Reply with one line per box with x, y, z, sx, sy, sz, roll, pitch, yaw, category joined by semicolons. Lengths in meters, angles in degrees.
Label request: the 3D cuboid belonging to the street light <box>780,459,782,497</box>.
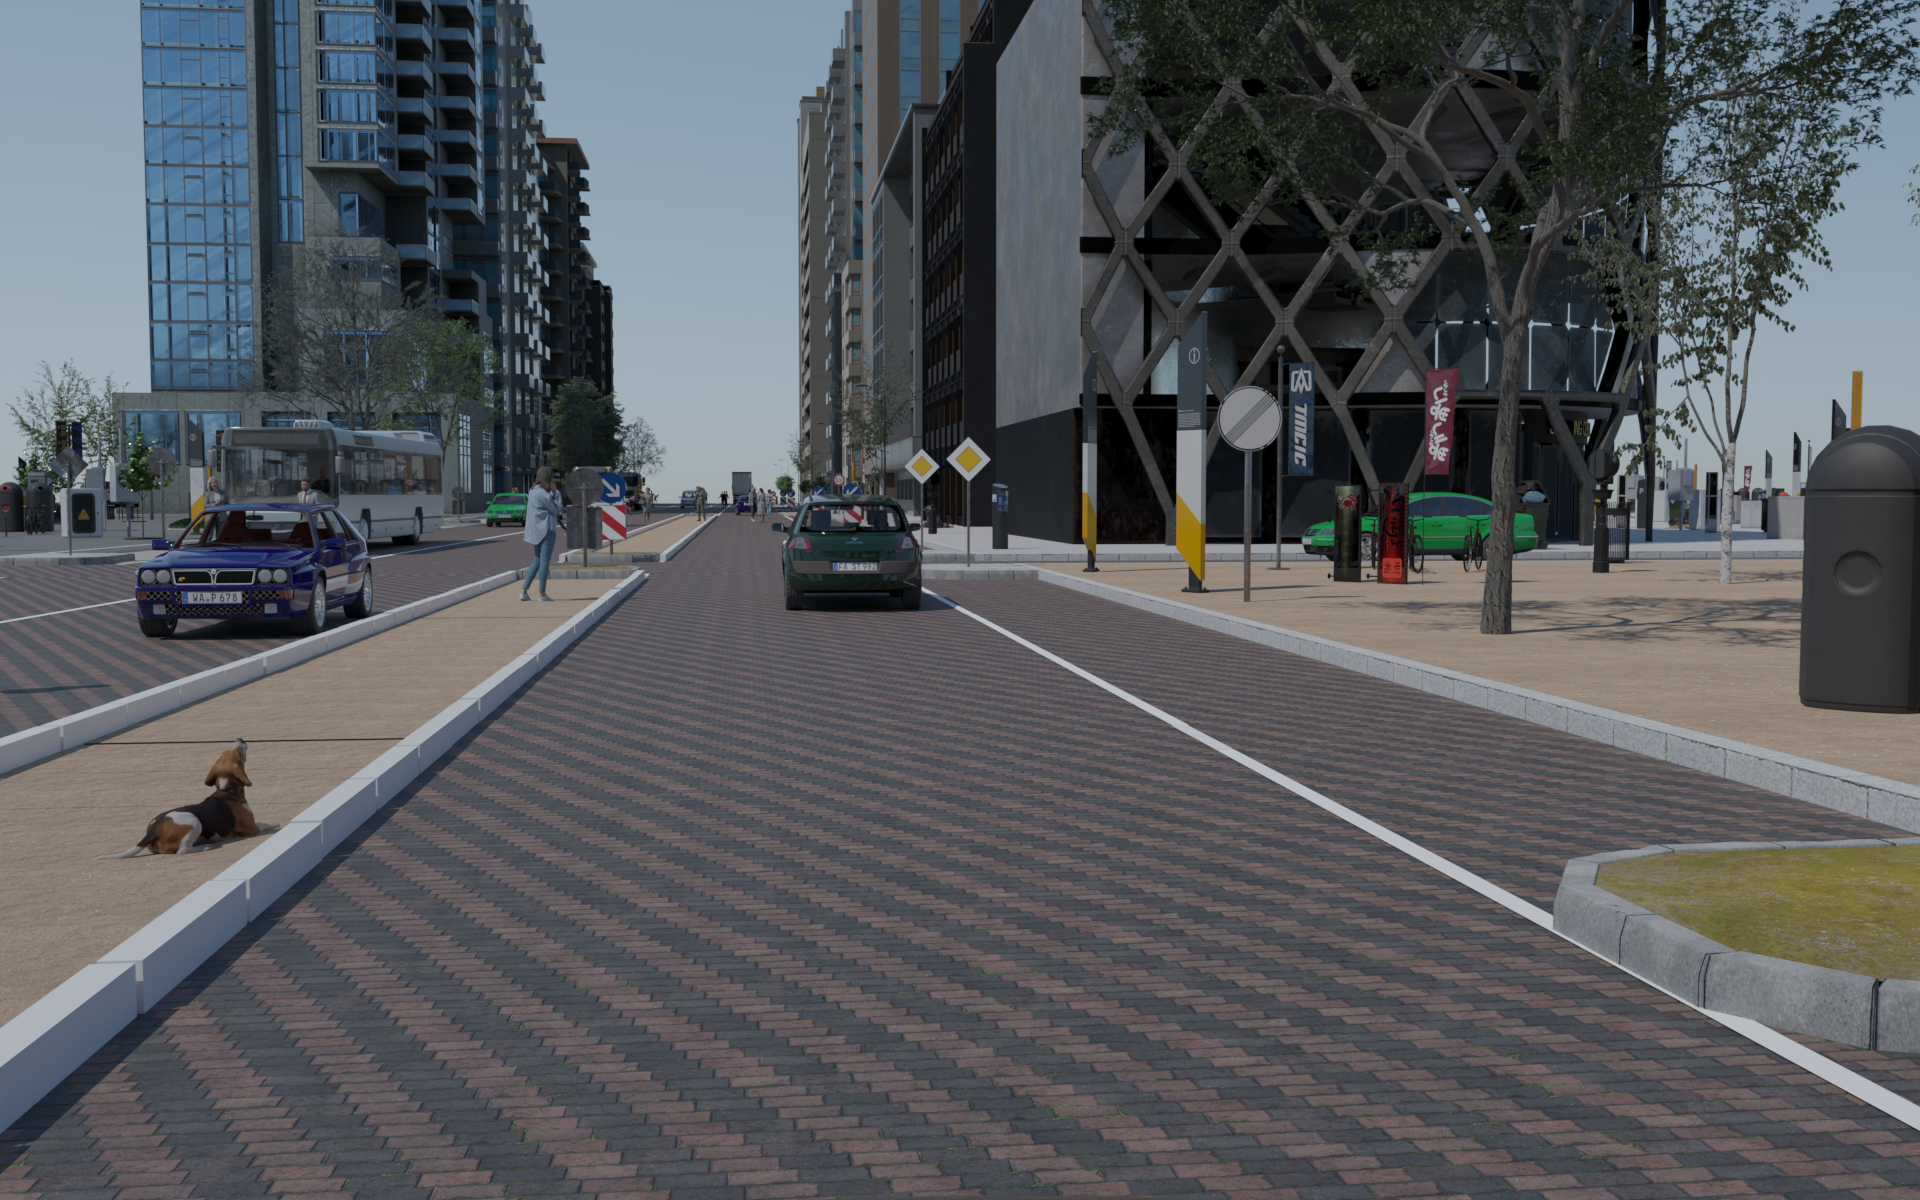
-23.591;-15.885;232.258;1.470;5.913;1.316;0;4;-7;street light

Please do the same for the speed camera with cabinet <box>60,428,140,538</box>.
-25.502;-3.488;51.360;2.038;3.252;0.660;-3;5;-44;speed camera with cabinet

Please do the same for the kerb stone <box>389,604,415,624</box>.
-6.244;0.180;19.249;0.120;0.150;1.000;0;4;-7;kerb stone

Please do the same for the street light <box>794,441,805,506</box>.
-13.389;-10.879;150.410;1.470;5.913;1.316;0;4;-7;street light

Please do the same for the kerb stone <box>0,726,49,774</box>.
-4.973;0.803;9.074;0.120;0.150;1.000;0;4;-7;kerb stone

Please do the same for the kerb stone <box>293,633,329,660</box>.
-5.734;0.430;15.175;0.120;0.150;1.000;0;4;-7;kerb stone

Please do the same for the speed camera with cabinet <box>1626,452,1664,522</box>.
31.977;-5.266;80.432;0.660;3.252;2.038;-3;4;-38;speed camera with cabinet

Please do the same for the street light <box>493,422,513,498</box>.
-29.585;-8.533;112.048;1.470;5.913;1.316;0;4;-7;street light

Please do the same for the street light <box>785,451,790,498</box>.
-18.136;-13.228;188.815;1.470;5.913;1.316;0;4;-7;street light

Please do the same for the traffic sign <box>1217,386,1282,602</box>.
3.416;-1.250;20.537;0.768;2.556;0.104;0;4;-3;traffic sign

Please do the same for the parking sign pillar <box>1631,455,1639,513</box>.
46.082;-7.952;118.489;1.447;3.967;1.447;1;4;13;parking sign pillar

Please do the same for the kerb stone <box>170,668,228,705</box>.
-5.354;0.616;12.123;0.120;0.150;1.000;0;4;-7;kerb stone

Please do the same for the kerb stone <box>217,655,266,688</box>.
-5.485;0.558;13.137;0.120;0.150;1.000;0;4;-7;kerb stone

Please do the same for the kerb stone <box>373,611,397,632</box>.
-6.116;0.247;18.229;0.120;0.150;1.000;0;4;-7;kerb stone

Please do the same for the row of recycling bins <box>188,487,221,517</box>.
-41.814;-5.470;96.547;3.534;1.692;1.069;3;4;37;row of recycling bins

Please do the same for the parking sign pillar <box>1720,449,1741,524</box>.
33.017;-5.257;74.425;1.447;3.967;1.447;2;4;27;parking sign pillar

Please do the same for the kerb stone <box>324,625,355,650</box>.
-5.859;0.370;16.190;0.120;0.150;1.000;0;4;-7;kerb stone

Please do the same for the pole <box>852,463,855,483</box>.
-6.869;-7.228;112.028;0.158;3.312;0.155;0;3;0;pole

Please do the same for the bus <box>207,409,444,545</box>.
-16.178;-3.087;45.332;2.948;3.499;13.247;0;4;-5;bus

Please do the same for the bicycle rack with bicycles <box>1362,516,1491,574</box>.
7.891;-0.953;28.971;2.852;0.926;2.925;1;4;18;bicycle rack with bicycles

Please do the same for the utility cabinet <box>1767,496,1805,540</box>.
23.449;-2.318;49.064;0.306;1.237;1.020;-3;5;-42;utility cabinet

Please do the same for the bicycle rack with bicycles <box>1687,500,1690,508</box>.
48.937;-6.296;116.320;2.852;0.926;2.925;-1;4;-17;bicycle rack with bicycles

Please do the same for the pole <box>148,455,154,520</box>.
-40.102;-5.628;85.853;0.158;3.312;0.155;0;3;0;pole

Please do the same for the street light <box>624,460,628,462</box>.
-44.645;-15.946;233.251;1.470;5.913;1.316;0;4;-7;street light

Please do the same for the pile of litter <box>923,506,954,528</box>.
-0.963;-3.166;65.730;1.176;0.858;1.719;-2;4;-34;pile of litter

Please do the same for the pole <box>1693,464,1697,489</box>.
50.286;-7.622;118.466;0.158;3.312;0.155;0;3;0;pole

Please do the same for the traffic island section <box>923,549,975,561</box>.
-0.820;-0.982;38.337;2.009;0.180;2.903;0;4;-7;traffic island section

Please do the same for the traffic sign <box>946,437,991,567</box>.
0.147;-1.632;30.333;0.795;2.450;0.064;0;4;-7;traffic sign

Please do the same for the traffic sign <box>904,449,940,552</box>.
-0.843;-2.117;38.257;0.795;2.450;0.064;0;4;-7;traffic sign

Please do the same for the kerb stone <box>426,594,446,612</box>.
-6.494;0.056;21.288;0.120;0.150;1.000;0;4;-7;kerb stone

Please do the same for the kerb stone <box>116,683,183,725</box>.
-5.225;0.678;11.106;0.120;0.150;1.000;0;4;-7;kerb stone

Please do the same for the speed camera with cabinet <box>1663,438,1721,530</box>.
26.229;-4.128;61.831;2.038;3.252;0.660;-2;4;-25;speed camera with cabinet

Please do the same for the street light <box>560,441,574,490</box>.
-34.241;-10.899;150.742;1.470;5.913;1.316;0;4;-7;street light

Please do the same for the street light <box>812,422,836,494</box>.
-8.650;-8.558;112.459;1.470;5.913;1.316;0;4;-7;street light

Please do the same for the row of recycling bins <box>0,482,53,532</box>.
-32.575;-3.140;58.448;3.534;1.692;1.069;-1;4;-16;row of recycling bins

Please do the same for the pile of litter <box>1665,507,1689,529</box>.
26.949;-3.047;63.783;1.719;0.858;1.176;3;4;38;pile of litter

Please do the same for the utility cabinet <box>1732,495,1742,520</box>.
36.505;-4.336;82.049;0.306;1.237;1.020;-2;4;-23;utility cabinet

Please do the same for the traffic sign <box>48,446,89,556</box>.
-18.553;-1.984;36.074;0.795;2.450;0.064;0;4;-7;traffic sign

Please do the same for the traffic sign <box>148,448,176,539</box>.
-21.929;-2.907;47.631;0.768;2.556;0.104;0;4;0;traffic sign

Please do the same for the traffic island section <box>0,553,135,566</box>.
-18.575;-0.847;36.133;2.009;0.180;2.903;0;4;-7;traffic island section

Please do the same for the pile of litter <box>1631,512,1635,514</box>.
44.886;-6.105;113.789;1.719;0.858;1.176;0;4;-7;pile of litter

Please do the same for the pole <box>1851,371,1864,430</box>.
14.879;-2.138;28.799;0.158;3.312;0.155;0;3;0;pole

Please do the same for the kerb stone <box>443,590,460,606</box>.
-6.621;0.000;22.303;0.120;0.150;1.000;0;4;-7;kerb stone

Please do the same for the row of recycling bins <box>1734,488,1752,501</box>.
51.346;-6.440;112.411;3.534;1.692;1.069;2;4;35;row of recycling bins

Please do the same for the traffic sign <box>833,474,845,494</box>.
-7.587;-6.632;108.547;0.768;2.556;0.104;0;4;-6;traffic sign

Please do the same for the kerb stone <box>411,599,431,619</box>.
-6.366;0.118;20.264;0.120;0.150;1.000;0;4;-7;kerb stone

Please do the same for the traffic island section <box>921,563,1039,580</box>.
0.169;-0.497;30.413;2.009;0.180;2.903;0;4;-7;traffic island section

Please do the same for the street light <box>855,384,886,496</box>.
-3.719;-6.157;73.210;1.470;5.913;1.316;0;4;-7;street light

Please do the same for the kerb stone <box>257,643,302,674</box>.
-5.595;0.491;14.160;0.120;0.150;1.000;0;4;-7;kerb stone

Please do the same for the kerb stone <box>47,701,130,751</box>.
-5.093;0.740;10.092;0.120;0.150;1.000;0;4;-7;kerb stone

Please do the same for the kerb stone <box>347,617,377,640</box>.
-5.990;0.305;17.204;0.120;0.150;1.000;0;4;-7;kerb stone

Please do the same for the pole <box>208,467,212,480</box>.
-38.779;-5.856;89.589;0.158;3.312;0.155;0;3;0;pole
